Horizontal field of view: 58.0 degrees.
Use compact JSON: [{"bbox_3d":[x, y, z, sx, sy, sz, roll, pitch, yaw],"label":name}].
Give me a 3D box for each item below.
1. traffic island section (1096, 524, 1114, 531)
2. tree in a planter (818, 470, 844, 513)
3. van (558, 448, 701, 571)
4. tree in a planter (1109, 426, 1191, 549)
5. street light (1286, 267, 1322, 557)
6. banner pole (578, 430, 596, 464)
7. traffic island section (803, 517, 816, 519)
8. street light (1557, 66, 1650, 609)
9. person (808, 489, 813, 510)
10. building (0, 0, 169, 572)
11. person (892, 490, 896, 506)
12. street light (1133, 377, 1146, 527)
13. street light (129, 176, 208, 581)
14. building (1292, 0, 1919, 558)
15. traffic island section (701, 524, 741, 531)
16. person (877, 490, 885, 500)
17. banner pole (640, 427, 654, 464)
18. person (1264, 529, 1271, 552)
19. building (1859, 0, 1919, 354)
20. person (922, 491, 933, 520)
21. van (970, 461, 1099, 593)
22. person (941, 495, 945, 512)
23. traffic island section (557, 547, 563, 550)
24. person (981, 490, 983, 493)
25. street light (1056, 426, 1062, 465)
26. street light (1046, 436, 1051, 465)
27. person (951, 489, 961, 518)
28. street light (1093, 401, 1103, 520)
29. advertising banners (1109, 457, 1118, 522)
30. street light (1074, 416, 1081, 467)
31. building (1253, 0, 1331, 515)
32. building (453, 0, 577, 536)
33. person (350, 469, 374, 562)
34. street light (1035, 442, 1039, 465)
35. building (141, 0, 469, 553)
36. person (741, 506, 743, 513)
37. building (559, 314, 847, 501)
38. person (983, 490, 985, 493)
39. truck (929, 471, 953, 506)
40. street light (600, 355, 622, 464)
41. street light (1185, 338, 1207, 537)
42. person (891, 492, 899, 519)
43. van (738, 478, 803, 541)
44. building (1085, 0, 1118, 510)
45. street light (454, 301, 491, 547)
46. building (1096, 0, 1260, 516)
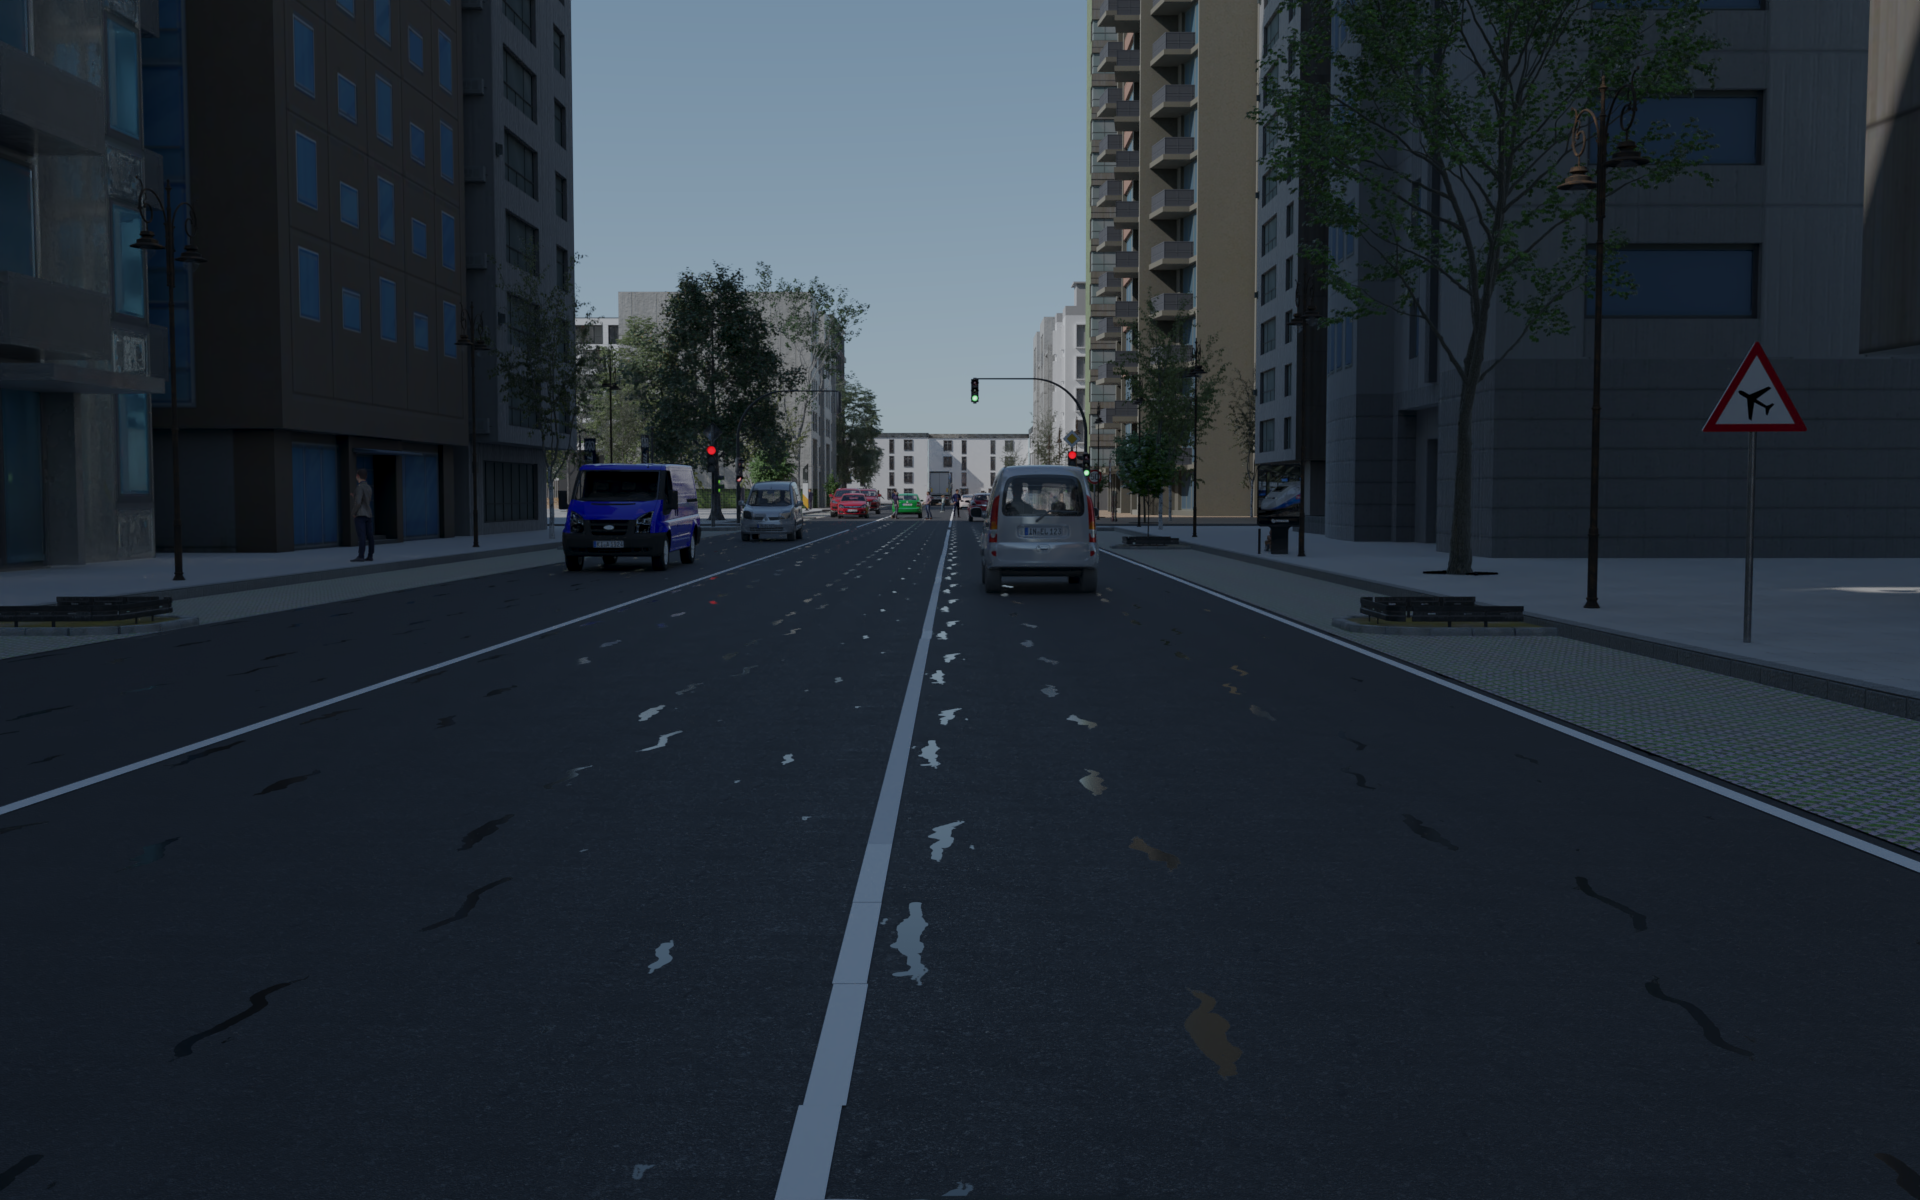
[{"bbox_3d":[4.928,-2.790,67.893,2.009,0.180,2.903,0,3,0],"label":"traffic island section"},{"bbox_3d":[-9.486,-8.018,128.323,1.991,3.239,1.994,0,3,0],"label":"tree in a planter"},{"bbox_3d":[-6.420,-1.817,34.098,2.240,2.365,5.245,0,4,0],"label":"van"},{"bbox_3d":[4.955,-2.949,45.436,1.991,3.239,1.994,0,3,0],"label":"tree in a planter"},{"bbox_3d":[7.023,-3.831,35.425,0.468,5.910,1.993,0,3,0],"label":"street light"},{"bbox_3d":[-14.668,-4.767,67.965,0.863,3.779,0.401,0,4,-1],"label":"banner pole"},{"bbox_3d":[-9.433,-4.789,101.171,1.991,0.108,1.994,0,3,0],"label":"traffic island section"},{"bbox_3d":[7.112,-2.846,19.315,0.468,5.910,1.993,0,3,0],"label":"street light"},{"bbox_3d":[-12.303,-8.285,142.421,0.541,1.710,0.530,-3,4,-38],"label":"person"},{"bbox_3d":[-25.708,-24.517,20.462,23.786,49.044,30.456,0,3,0],"label":"building"},{"bbox_3d":[-4.891,-7.444,130.907,0.576,1.737,0.504,0,4,1],"label":"person"},{"bbox_3d":[6.988,-5.788,67.419,0.468,5.910,1.993,0,3,0],"label":"street light"},{"bbox_3d":[-11.620,-3.230,25.591,0.468,5.910,1.993,0,3,0],"label":"street light"},{"bbox_3d":[21.090,-30.877,46.834,21.231,58.520,28.212,0,3,0],"label":"building"},{"bbox_3d":[-9.693,-2.788,67.872,2.009,0.180,2.903,0,3,0],"label":"traffic island section"},{"bbox_3d":[-7.585,-9.340,161.226,0.705,1.821,1.348,3,5,45],"label":"person"},{"bbox_3d":[-11.538,-4.532,64.115,0.401,3.779,0.863,2,4,31],"label":"banner pole"},{"bbox_3d":[6.932,-1.339,38.413,0.381,0.543,0.357,-1,4,-20],"label":"person"},{"bbox_3d":[16.549,-20.231,14.380,14.154,41.232,14.086,0,3,0],"label":"building"},{"bbox_3d":[-1.793,-5.273,96.664,0.435,1.587,0.963,-2,4,-25],"label":"person"},{"bbox_3d":[1.170,-1.195,26.552,2.013,2.044,4.112,0,4,0],"label":"van"},{"bbox_3d":[-1.361,-7.601,136.687,0.340,1.345,0.435,1,4,15],"label":"person"},{"bbox_3d":[-9.322,-1.373,45.307,1.991,0.108,1.994,0,3,0],"label":"traffic island section"},{"bbox_3d":[1.886,-8.779,152.556,1.217,1.766,0.721,1,4,21],"label":"person"},{"bbox_3d":[6.796,-8.916,118.569,0.468,5.910,1.993,0,3,0],"label":"street light"},{"bbox_3d":[6.917,-9.895,134.567,0.468,5.910,1.993,0,3,0],"label":"street light"},{"bbox_3d":[-0.173,-5.905,105.754,0.576,1.737,0.504,-2,4,-35],"label":"person"},{"bbox_3d":[6.873,-6.924,85.997,0.468,5.910,1.993,0,3,0],"label":"street light"},{"bbox_3d":[7.141,-5.178,80.845,0.090,3.025,2.074,0,4,-5],"label":"advertising banners"},{"bbox_3d":[6.870,-7.913,102.162,0.468,5.910,1.993,0,3,0],"label":"street light"},{"bbox_3d":[22.493,-19.110,84.142,14.107,30.474,14.160,0,3,0],"label":"building"},{"bbox_3d":[-20.911,-17.550,58.637,14.107,30.474,14.160,0,3,0],"label":"building"},{"bbox_3d":[-11.514,-1.618,33.035,0.750,1.759,0.617,2,4,26],"label":"person"},{"bbox_3d":[6.788,-10.873,150.563,0.468,5.910,1.993,0,3,0],"label":"street light"},{"bbox_3d":[-21.448,-24.032,43.033,14.600,45.320,14.200,0,3,0],"label":"building"},{"bbox_3d":[-14.834,-6.731,116.758,0.551,1.740,0.621,3,5,43],"label":"person"},{"bbox_3d":[-30.728,-22.433,210.757,32.646,21.610,27.936,0,3,0],"label":"building"},{"bbox_3d":[2.564,-10.822,185.446,0.705,1.822,1.348,1,4,14],"label":"person"},{"bbox_3d":[-2.428,-13.975,217.405,2.839,4.237,11.283,0,4,1],"label":"truck"},{"bbox_3d":[-11.649,-5.202,57.840,0.468,5.910,1.993,0,3,0],"label":"street light"},{"bbox_3d":[6.990,-4.809,51.422,0.468,5.910,1.993,0,3,0],"label":"street light"},{"bbox_3d":[-3.731,-5.444,99.725,0.471,1.553,0.569,0,4,-1],"label":"person"},{"bbox_3d":[-5.857,-2.884,54.162,2.013,2.044,4.112,0,4,0],"label":"van"},{"bbox_3d":[17.155,-27.993,141.281,14.154,41.232,14.086,0,3,0],"label":"building"},{"bbox_3d":[-11.699,-4.214,41.688,0.468,5.910,1.993,0,3,0],"label":"street light"},{"bbox_3d":[20.356,-27.959,111.757,22.147,44.769,28.867,0,3,0],"label":"building"}]
